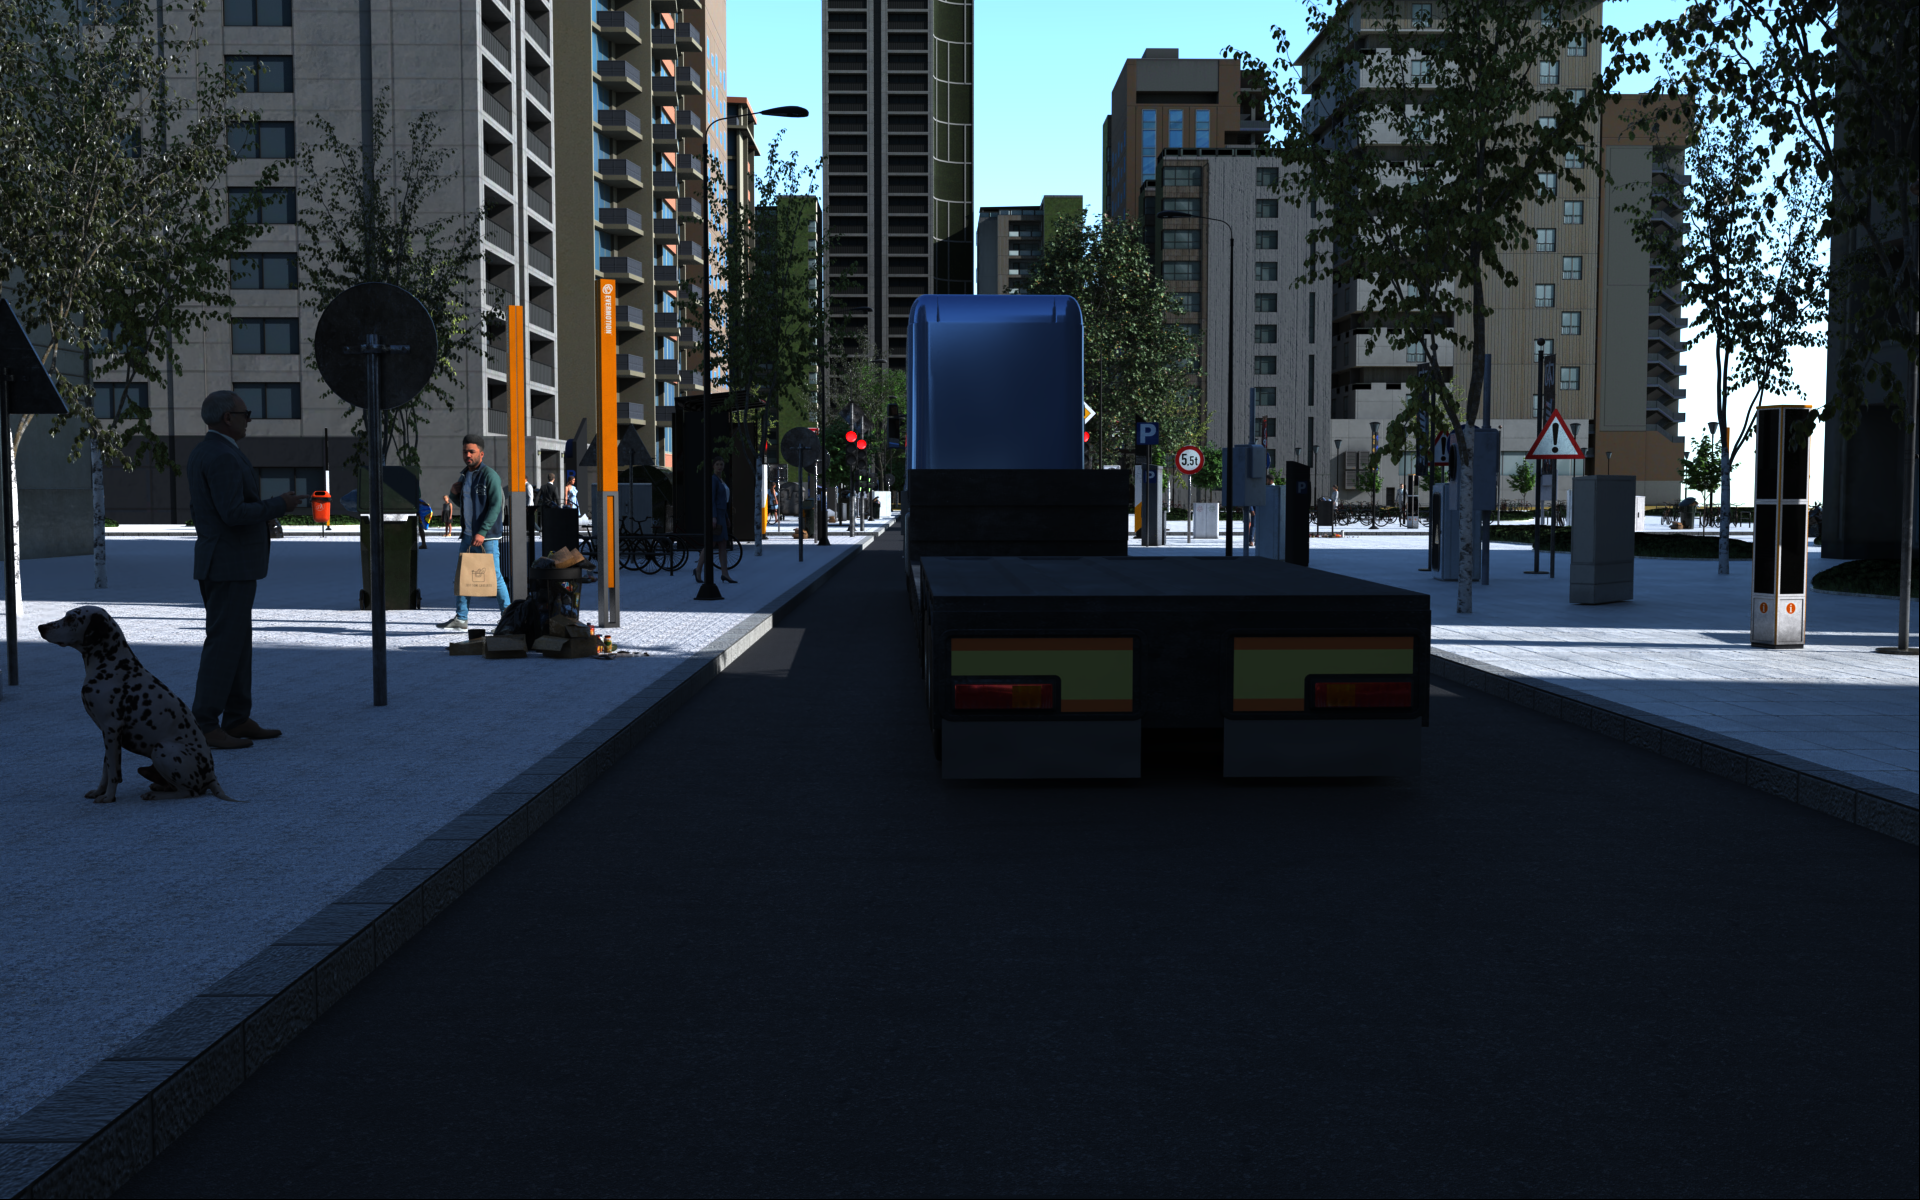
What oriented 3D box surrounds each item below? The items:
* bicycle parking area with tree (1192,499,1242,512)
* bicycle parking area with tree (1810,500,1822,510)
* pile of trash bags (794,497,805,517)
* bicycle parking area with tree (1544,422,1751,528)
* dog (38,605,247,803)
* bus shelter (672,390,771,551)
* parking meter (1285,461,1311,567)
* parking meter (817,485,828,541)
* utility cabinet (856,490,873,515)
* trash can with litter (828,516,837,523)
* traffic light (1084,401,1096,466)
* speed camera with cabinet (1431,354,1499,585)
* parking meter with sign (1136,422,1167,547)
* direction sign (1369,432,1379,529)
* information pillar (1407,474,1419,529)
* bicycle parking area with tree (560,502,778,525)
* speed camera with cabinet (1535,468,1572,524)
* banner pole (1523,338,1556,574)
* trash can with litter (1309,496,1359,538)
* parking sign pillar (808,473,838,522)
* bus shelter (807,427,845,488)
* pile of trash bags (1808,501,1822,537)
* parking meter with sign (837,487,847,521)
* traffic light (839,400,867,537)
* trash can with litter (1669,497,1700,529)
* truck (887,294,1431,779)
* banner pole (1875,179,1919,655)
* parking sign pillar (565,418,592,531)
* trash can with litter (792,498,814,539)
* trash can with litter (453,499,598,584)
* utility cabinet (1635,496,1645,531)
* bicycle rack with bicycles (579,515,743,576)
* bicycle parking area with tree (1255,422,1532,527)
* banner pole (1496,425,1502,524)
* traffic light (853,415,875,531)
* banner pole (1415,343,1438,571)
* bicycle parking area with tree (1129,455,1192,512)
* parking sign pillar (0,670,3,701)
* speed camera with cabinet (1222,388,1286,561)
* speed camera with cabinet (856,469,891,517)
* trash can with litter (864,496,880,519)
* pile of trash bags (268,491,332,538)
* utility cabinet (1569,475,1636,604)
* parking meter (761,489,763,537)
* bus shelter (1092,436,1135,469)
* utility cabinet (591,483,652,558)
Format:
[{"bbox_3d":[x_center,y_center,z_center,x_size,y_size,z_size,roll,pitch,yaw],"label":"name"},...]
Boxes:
[{"bbox_3d":[17.572,-6.315,90.255,8.231,4.147,9.016,-1,4,-10],"label":"bicycle parking area with tree"},{"bbox_3d":[47.863,-6.198,88.344,9.016,4.147,8.231,3,4,36],"label":"bicycle parking area with tree"},{"bbox_3d":[-8.241,-5.378,97.689,1.912,1.369,3.447,-1,4,-14],"label":"pile of trash bags"},{"bbox_3d":[27.346,-5.042,69.443,8.231,4.147,9.016,2,4,27],"label":"bicycle parking area with tree"},{"bbox_3d":[-3.336,0.435,7.260,0.800,0.831,0.513,1,4,14],"label":"dog"},{"bbox_3d":[-5.701,-3.109,42.110,1.731,3.624,6.357,0,4,-1],"label":"bus shelter"},{"bbox_3d":[5.980,-1.524,30.631,0.399,1.863,0.255,-1,4,-22],"label":"parking meter"},{"bbox_3d":[-3.828,-2.401,47.665,0.372,1.533,0.369,0,3,0],"label":"parking meter"},{"bbox_3d":[-5.671,-5.721,102.215,1.173,1.500,0.318,2,4,33],"label":"utility cabinet"},{"bbox_3d":[-6.008,-4.029,77.268,1.055,1.170,0.624,-1,4,-13],"label":"trash can with litter"},{"bbox_3d":[3.651,-3.848,51.837,0.839,4.253,0.868,0,4,-1],"label":"traffic light"},{"bbox_3d":[7.340,-1.891,25.252,0.660,3.252,2.038,0,4,6],"label":"speed camera with cabinet"},{"bbox_3d":[4.782,-2.851,42.872,0.543,3.016,1.738,1,4,16],"label":"parking meter with sign"},{"bbox_3d":[15.115,-4.352,63.156,0.379,3.537,0.876,2,4,26],"label":"direction sign"},{"bbox_3d":[16.856,-3.666,64.426,0.304,2.012,0.304,-2,4,-28],"label":"information pillar"},{"bbox_3d":[-12.442,-5.135,70.959,8.231,4.147,9.016,3,5,40],"label":"bicycle parking area with tree"},{"bbox_3d":[21.201,-4.046,60.487,2.038,3.252,0.660,1,4,10],"label":"speed camera with cabinet"},{"bbox_3d":[9.320,-2.300,27.630,0.401,3.779,0.863,0,4,-2],"label":"banner pole"},{"bbox_3d":[10.553,-2.466,51.380,2.233,1.210,1.678,3,5,43],"label":"trash can with litter"},{"bbox_3d":[-6.384,-5.618,80.328,1.447,3.967,1.447,-1,4,-19],"label":"parking sign pillar"},{"bbox_3d":[-8.142,-7.913,107.008,2.179,5.291,8.768,0,4,-1],"label":"bus shelter"},{"bbox_3d":[27.039,-2.579,51.922,3.447,1.369,1.912,-1,4,-21],"label":"pile of trash bags"},{"bbox_3d":[-6.180,-5.259,82.243,1.738,3.016,0.543,2,4,30],"label":"parking meter with sign"},{"bbox_3d":[-3.209,-3.839,51.694,0.839,4.253,0.868,0,4,-1],"label":"traffic light"},{"bbox_3d":[26.321,-3.153,62.935,1.055,1.170,0.624,-2,4,-30],"label":"trash can with litter"},{"bbox_3d":[0.714,-1.705,17.630,2.967,4.110,18.799,0,4,-2],"label":"truck"},{"bbox_3d":[7.842,-1.459,13.880,0.863,3.779,0.401,0,4,-4],"label":"banner pole"},{"bbox_3d":[-13.425,-4.414,60.644,1.447,3.967,1.447,0,4,4],"label":"parking sign pillar"},{"bbox_3d":[-4.384,-2.344,49.710,0.624,1.170,1.055,1,4,19],"label":"trash can with litter"},{"bbox_3d":[-6.175,-0.859,25.095,2.233,1.210,1.678,0,4,-7],"label":"trash can with litter"},{"bbox_3d":[23.468,-3.019,60.522,1.020,1.237,0.306,-2,4,-27],"label":"utility cabinet"},{"bbox_3d":[-5.326,-0.917,28.378,2.925,0.926,2.852,1,4,13],"label":"bicycle rack with bicycles"},{"bbox_3d":[17.830,-5.152,71.229,9.016,4.147,8.231,3,5,41],"label":"bicycle parking area with tree"},{"bbox_3d":[19.638,-4.483,63.319,0.401,3.779,0.863,0,4,-1],"label":"banner pole"},{"bbox_3d":[-3.356,-4.328,59.678,0.839,4.253,0.868,0,4,-1],"label":"traffic light"},{"bbox_3d":[7.822,-2.388,29.056,0.401,3.779,0.863,-1,4,-10],"label":"banner pole"},{"bbox_3d":[13.634,-8.230,121.561,9.016,4.147,8.231,0,4,-7],"label":"bicycle parking area with tree"},{"bbox_3d":[-6.612,-1.338,10.351,1.447,3.967,1.447,-3,4,-38],"label":"parking sign pillar"},{"bbox_3d":[5.809,-2.362,32.952,2.038,3.252,0.660,-3,5,-44],"label":"speed camera with cabinet"},{"bbox_3d":[-4.868,-6.194,95.600,2.038,3.252,0.660,-1,4,-15],"label":"speed camera with cabinet"},{"bbox_3d":[-4.586,-4.714,88.459,1.055,1.170,0.624,0,4,7],"label":"trash can with litter"},{"bbox_3d":[-20.195,-2.508,50.762,3.447,1.369,1.912,-1,4,-11],"label":"pile of trash bags"},{"bbox_3d":[7.562,-0.716,20.393,0.318,1.500,1.173,3,5,42],"label":"utility cabinet"},{"bbox_3d":[-5.902,-2.754,50.738,0.255,1.863,0.399,3,5,44],"label":"parking meter"},{"bbox_3d":[7.321,-6.553,84.777,2.179,5.291,8.768,0,4,-1],"label":"bus shelter"},{"bbox_3d":[-6.740,-1.582,34.552,1.173,1.500,0.318,-1,4,-8],"label":"utility cabinet"}]
